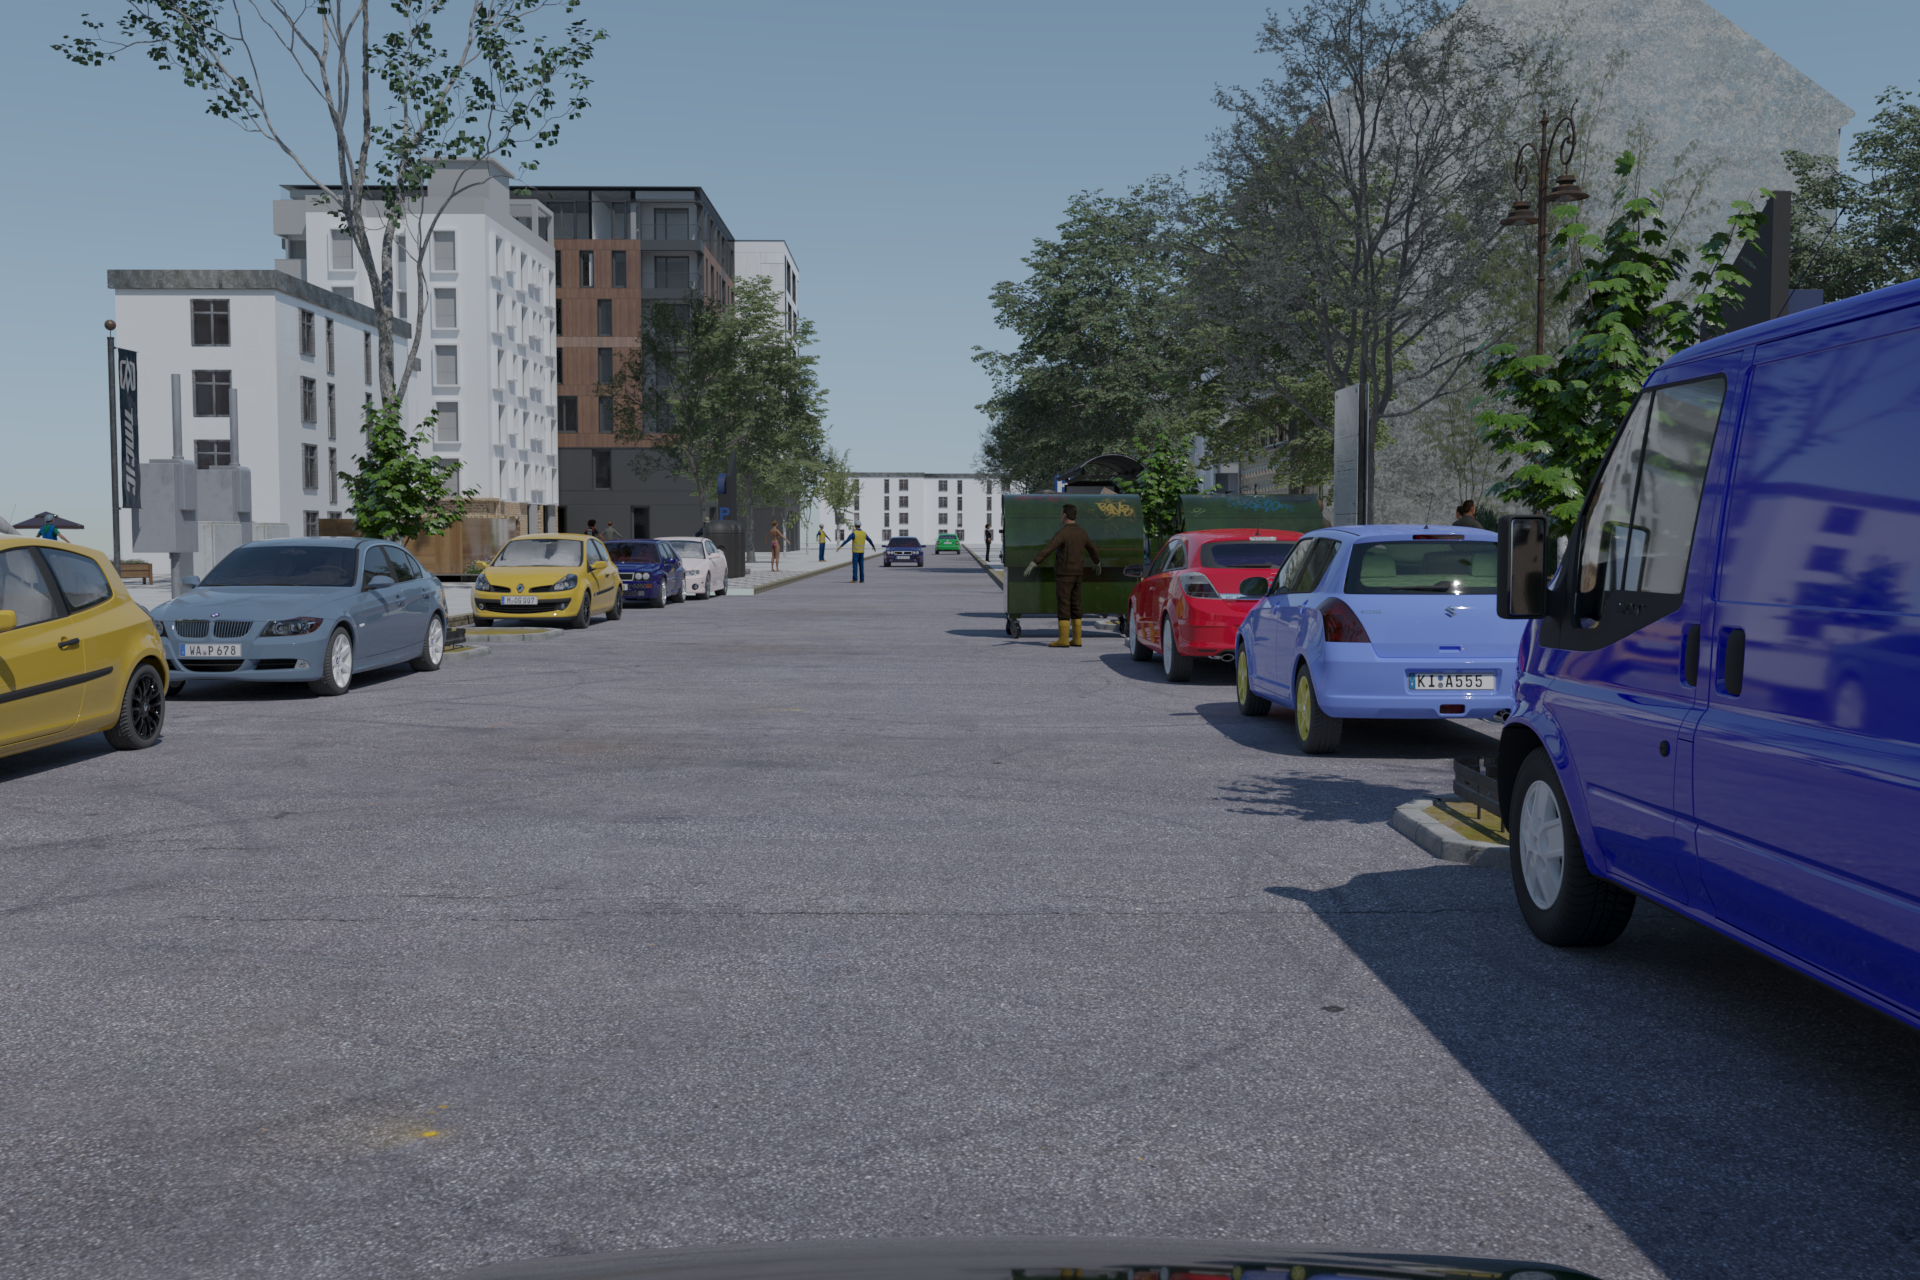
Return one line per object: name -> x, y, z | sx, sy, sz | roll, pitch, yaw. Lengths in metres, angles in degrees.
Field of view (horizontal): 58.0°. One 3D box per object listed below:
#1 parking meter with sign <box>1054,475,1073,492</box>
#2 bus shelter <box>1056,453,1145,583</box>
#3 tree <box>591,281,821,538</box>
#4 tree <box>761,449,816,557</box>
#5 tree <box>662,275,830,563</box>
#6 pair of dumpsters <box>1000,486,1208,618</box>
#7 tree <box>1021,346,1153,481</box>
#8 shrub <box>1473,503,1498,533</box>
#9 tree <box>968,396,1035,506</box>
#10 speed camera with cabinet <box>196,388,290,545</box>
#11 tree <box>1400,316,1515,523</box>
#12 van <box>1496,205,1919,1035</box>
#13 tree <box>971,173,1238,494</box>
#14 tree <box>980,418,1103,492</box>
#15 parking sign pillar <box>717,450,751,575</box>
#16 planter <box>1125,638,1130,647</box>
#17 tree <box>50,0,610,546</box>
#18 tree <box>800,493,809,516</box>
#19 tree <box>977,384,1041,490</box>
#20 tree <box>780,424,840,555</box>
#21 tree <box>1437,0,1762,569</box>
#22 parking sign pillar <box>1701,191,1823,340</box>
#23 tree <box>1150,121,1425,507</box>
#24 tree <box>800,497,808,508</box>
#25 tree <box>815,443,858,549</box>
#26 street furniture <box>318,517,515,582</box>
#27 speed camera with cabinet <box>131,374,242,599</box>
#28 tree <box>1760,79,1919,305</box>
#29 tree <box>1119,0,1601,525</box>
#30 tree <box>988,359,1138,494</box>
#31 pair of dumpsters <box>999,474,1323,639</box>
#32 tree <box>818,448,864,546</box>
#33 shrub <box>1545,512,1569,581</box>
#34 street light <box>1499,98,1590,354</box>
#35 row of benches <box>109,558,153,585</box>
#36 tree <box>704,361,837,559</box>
parking meter with sign -> 3.094, -3.321, 50.554 | 0.543, 3.016, 1.738 | 0, 4, -2
bus shelter -> 3.767, -3.195, 46.169 | 2.014, 3.302, 5.546 | 0, 4, -1
tree -> -9.286, -7.881, 63.260 | 8.767, 10.594, 7.601 | 0, 4, -7
tree -> -9.777, -8.948, 96.655 | 4.360, 8.622, 3.978 | 0, 3, 0
tree -> -9.316, -9.647, 75.850 | 7.486, 12.596, 7.792 | 0, 3, 0
pair of dumpsters -> 2.903, -1.519, 29.782 | 4.436, 2.255, 1.574 | 0, 3, 0
tree -> 6.209, -8.798, 78.264 | 7.601, 10.594, 8.767 | -2, 4, -34
shrub -> 12.980, -2.404, 43.350 | 1.661, 2.075, 1.752 | 0, 3, 0
tree -> 5.801, -14.329, 144.648 | 12.009, 13.543, 11.850 | 0, 3, 0
speed camera with cabinet -> -10.068, -1.833, 24.299 | 0.660, 3.252, 2.038 | 0, 4, -1
tree -> 16.681, -6.505, 56.725 | 4.360, 8.622, 3.978 | 0, 3, 0
van -> 2.959, 0.006, 4.294 | 2.240, 2.365, 5.245 | 0, 4, -1
tree -> 5.251, -9.490, 61.811 | 9.857, 13.997, 8.962 | 0, 3, 0
tree -> 4.963, -10.020, 98.246 | 8.767, 10.594, 7.601 | 1, 4, 17
parking sign pillar -> -7.394, -4.075, 55.092 | 1.447, 3.967, 1.447 | 0, 4, 1
planter -> 3.130, -0.055, 22.044 | 1.991, 0.319, 1.994 | 0, 4, -1
tree -> -13.096, -10.992, 35.616 | 12.611, 20.169, 13.585 | 0, 3, 0
tree -> -22.427, -17.576, 237.733 | 4.737, 8.622, 4.395 | 0, 3, 0
tree -> 6.030, -13.169, 125.679 | 12.009, 13.543, 11.850 | 0, 3, 0
tree -> -9.513, -9.625, 107.734 | 4.737, 8.622, 4.395 | 0, 3, 0
tree -> 8.593, -4.544, 24.657 | 4.360, 8.622, 3.978 | 0, 3, 0
parking sign pillar -> 6.578, -1.582, 14.340 | 1.447, 3.967, 1.447 | 0, 4, 0
tree -> 9.256, -7.982, 48.631 | 7.486, 12.596, 7.792 | 0, 3, 0
tree -> -22.082, -17.263, 232.610 | 4.360, 8.622, 3.978 | 0, 3, 0
tree -> -9.941, -11.597, 139.973 | 4.737, 8.622, 4.395 | 0, 3, 0
street furniture -> -14.112, -2.603, 49.413 | 9.812, 1.723, 11.010 | 0, 4, 3
speed camera with cabinet -> -9.880, -1.702, 22.164 | 0.660, 3.252, 2.038 | 0, 4, -1
tree -> 26.434, -8.677, 48.532 | 9.857, 13.997, 8.962 | 0, 3, 0
tree -> 8.553, -7.704, 36.325 | 12.009, 13.543, 11.850 | 0, 3, 0
tree -> 5.689, -9.473, 89.292 | 8.767, 10.594, 7.601 | 0, 4, 1
pair of dumpsters -> 2.756, -1.178, 24.213 | 4.436, 2.255, 1.574 | 0, 4, -1
tree -> -10.137, -11.931, 145.431 | 4.737, 8.622, 4.395 | 0, 3, 0
shrub -> 16.100, -2.639, 47.573 | 1.690, 2.028, 1.600 | 0, 3, 0
street light -> 6.356, -2.827, 19.007 | 0.468, 5.910, 1.993 | 0, 4, 0
row of benches -> -21.968, -1.663, 42.660 | 4.104, 0.672, 1.422 | -3, 5, -41
tree -> -9.780, -9.403, 88.155 | 7.601, 10.594, 8.767 | -2, 4, -35
